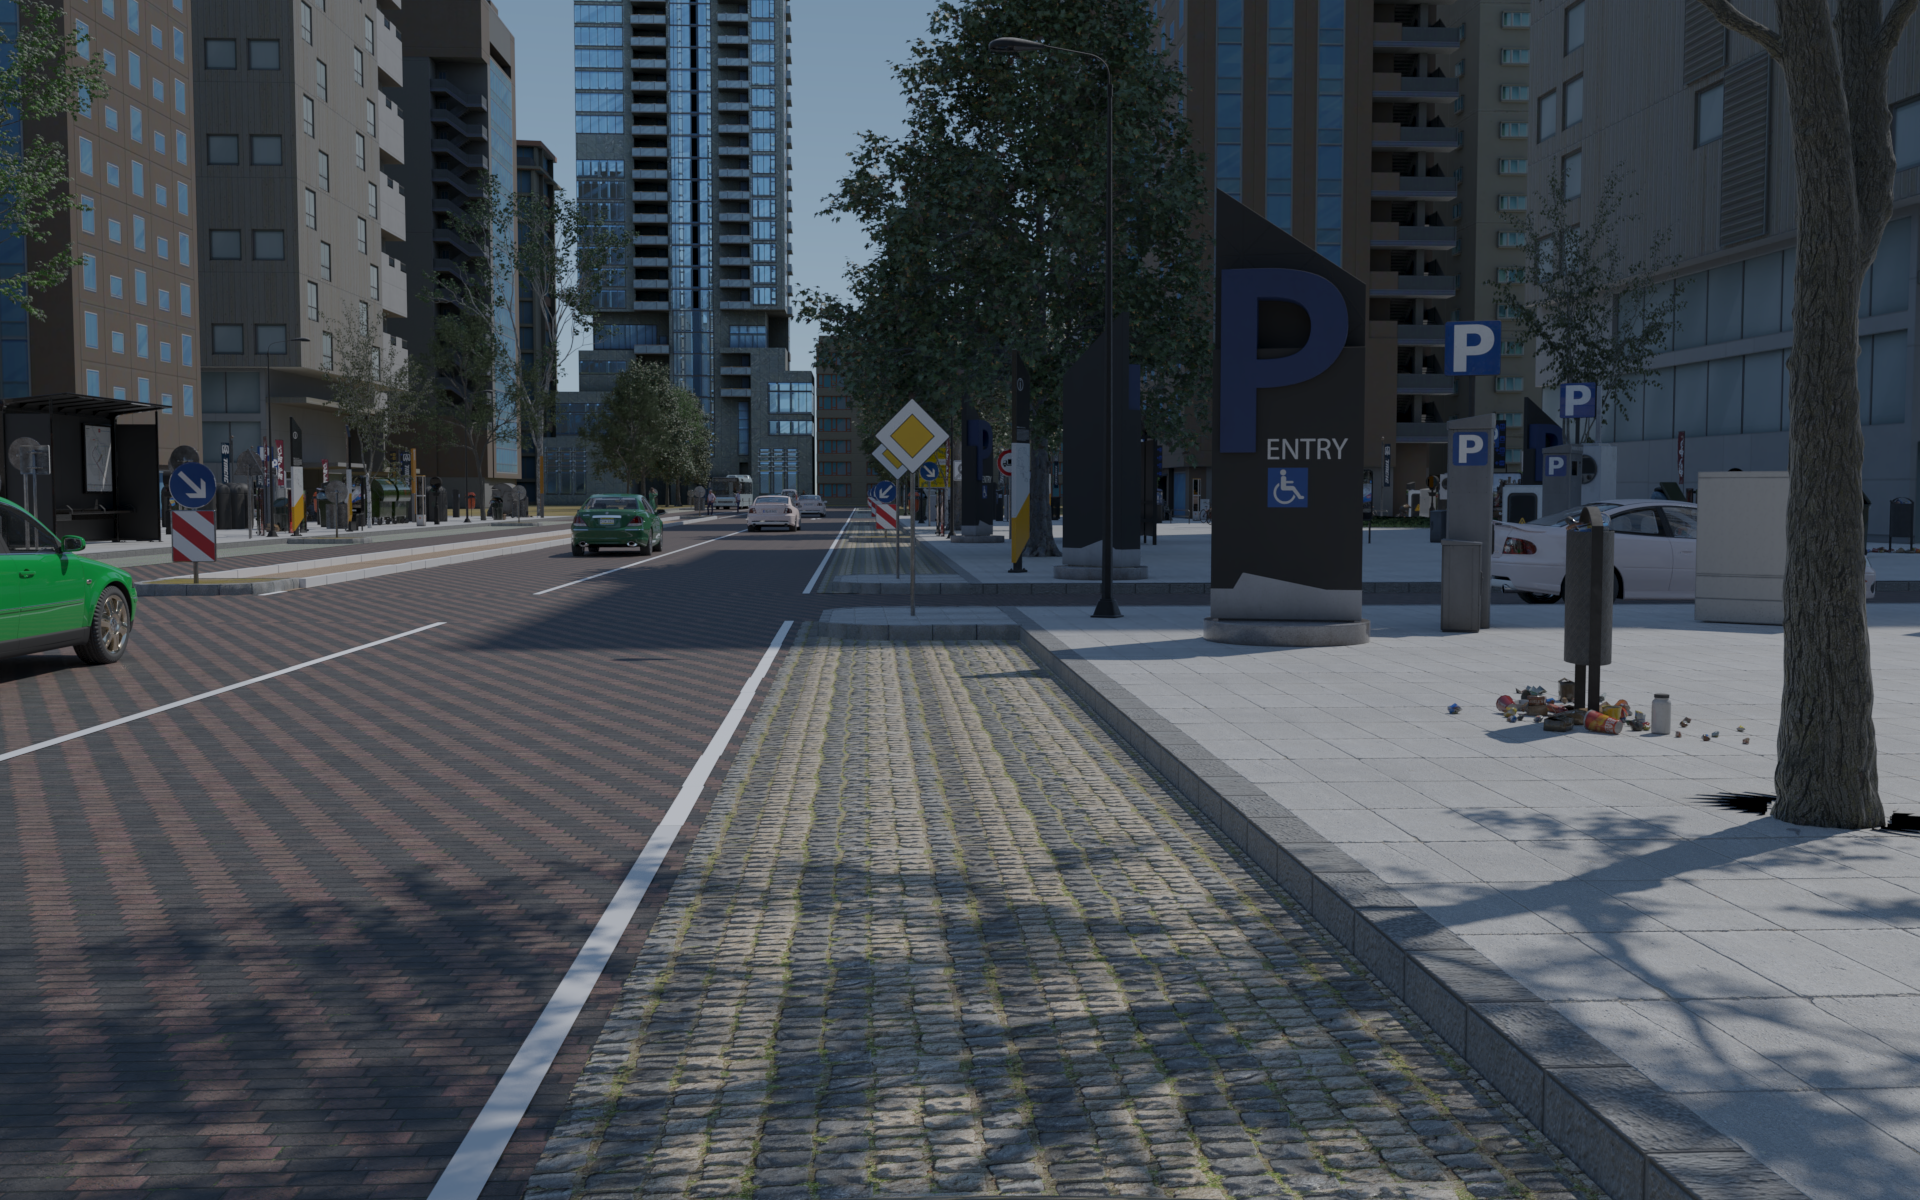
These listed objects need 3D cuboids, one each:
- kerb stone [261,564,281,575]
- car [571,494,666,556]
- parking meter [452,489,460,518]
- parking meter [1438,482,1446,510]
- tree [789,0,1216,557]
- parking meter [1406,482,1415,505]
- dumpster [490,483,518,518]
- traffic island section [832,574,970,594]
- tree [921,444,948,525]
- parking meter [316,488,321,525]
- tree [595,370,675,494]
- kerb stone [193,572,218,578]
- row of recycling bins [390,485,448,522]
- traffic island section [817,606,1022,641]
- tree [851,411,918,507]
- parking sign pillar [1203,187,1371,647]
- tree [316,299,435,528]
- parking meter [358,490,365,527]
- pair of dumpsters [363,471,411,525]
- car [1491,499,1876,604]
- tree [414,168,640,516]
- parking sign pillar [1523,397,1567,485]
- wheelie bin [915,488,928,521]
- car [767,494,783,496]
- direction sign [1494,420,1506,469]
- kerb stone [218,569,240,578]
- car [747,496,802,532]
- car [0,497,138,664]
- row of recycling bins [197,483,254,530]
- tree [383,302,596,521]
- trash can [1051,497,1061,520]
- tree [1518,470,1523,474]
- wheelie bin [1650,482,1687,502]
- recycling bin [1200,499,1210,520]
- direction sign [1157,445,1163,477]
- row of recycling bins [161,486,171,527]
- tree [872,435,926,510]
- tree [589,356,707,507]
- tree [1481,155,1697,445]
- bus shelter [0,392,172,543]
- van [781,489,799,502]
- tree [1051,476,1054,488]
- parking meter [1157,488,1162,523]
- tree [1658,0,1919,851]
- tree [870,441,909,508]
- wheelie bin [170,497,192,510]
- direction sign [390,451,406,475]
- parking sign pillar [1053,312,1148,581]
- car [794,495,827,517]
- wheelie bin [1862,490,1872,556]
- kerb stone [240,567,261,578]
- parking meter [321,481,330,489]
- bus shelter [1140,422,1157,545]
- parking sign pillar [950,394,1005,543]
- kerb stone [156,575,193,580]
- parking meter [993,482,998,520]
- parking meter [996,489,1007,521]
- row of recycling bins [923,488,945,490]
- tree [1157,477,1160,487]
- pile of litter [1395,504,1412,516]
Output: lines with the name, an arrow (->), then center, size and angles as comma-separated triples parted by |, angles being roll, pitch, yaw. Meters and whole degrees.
kerb stone -> -12.344, -0.518, 30.768 | 0.120, 0.150, 1.000 | 0, 4, -3
car -> -8.198, -1.822, 41.595 | 2.131, 1.459, 4.920 | 0, 4, -5
parking meter -> -27.416, -5.248, 94.215 | 0.372, 1.533, 0.369 | 0, 3, 0
parking meter -> 24.243, -4.977, 87.087 | 0.255, 1.863, 0.399 | -1, 4, -18
tree -> 1.567, -7.232, 35.245 | 9.611, 12.733, 9.660 | 0, 3, 0
parking meter -> 25.944, -5.770, 100.053 | 0.399, 1.863, 0.255 | 2, 4, 33
dumpster -> -24.284, -5.306, 92.507 | 1.264, 1.857, 1.865 | 0, 4, -3
traffic island section -> -0.920, -0.242, 26.245 | 2.009, 0.180, 2.903 | 0, 4, -3
tree -> -0.793, -7.361, 70.714 | 4.737, 8.622, 4.395 | 0, 3, 0
parking meter -> -26.514, -3.884, 71.920 | 0.372, 1.533, 0.369 | 0, 3, 0
tree -> -25.378, -12.045, 131.343 | 8.767, 10.594, 7.601 | 0, 4, 6
kerb stone -> -12.164, -0.336, 27.706 | 0.120, 0.150, 1.000 | 0, 4, -3
row of recycling bins -> -25.308, -4.512, 80.883 | 3.534, 1.692, 1.069 | 2, 4, 31
traffic island section -> -0.477, 0.245, 18.273 | 2.009, 0.180, 2.903 | 0, 4, -3
tree -> -6.376, -16.626, 178.490 | 9.857, 13.997, 8.962 | 0, 3, 0
parking sign pillar -> 2.867, -1.630, 15.116 | 1.447, 3.967, 1.447 | 1, 4, 12
tree -> -22.132, -7.009, 64.955 | 4.360, 8.622, 3.978 | 0, 3, 0
parking meter -> -23.608, -3.654, 68.150 | 0.372, 1.533, 0.369 | 0, 3, 0
pair of dumpsters -> -24.335, -4.287, 72.590 | 1.574, 2.255, 4.437 | 0, 4, -3
car -> 8.860, -0.566, 21.610 | 4.827, 1.381, 2.083 | 0, 4, -2
tree -> -25.320, -15.020, 101.460 | 12.611, 20.169, 13.585 | 0, 3, 0
parking sign pillar -> 16.337, -3.658, 48.283 | 1.447, 3.967, 1.447 | -2, 4, -24
wheelie bin -> -1.993, -4.617, 83.393 | 0.693, 1.594, 0.980 | -3, 4, -38
car -> -14.871, -7.800, 139.332 | 2.131, 1.459, 4.920 | 0, 4, -3
direction sign -> 16.254, -3.737, 53.091 | 0.876, 3.537, 0.379 | 1, 4, 19
kerb stone -> -12.228, -0.393, 28.727 | 0.120, 0.150, 1.000 | 0, 4, -3
car -> -7.184, -3.351, 67.143 | 2.083, 1.381, 4.827 | 0, 4, -2
car -> -7.954, -0.269, 13.196 | 1.959, 1.807, 4.718 | 0, 4, -2
row of recycling bins -> -26.684, -3.404, 62.776 | 1.069, 1.692, 3.534 | 0, 4, 5
tree -> -23.238, -9.146, 83.941 | 8.767, 10.594, 7.601 | -2, 4, -28
trash can -> 4.590, -4.459, 84.552 | 0.748, 1.137, 0.748 | 0, 3, 0
tree -> 25.686, -5.044, 77.075 | 1.663, 3.219, 1.824 | 0, 3, 0
wheelie bin -> 18.519, -2.292, 45.375 | 0.980, 1.594, 0.693 | -2, 4, -29
recycling bin -> 11.960, -4.472, 85.678 | 0.722, 1.027, 0.722 | 1, 4, 11
direction sign -> 9.080, -5.422, 80.641 | 0.379, 3.537, 0.876 | -3, 5, -41
row of recycling bins -> -30.811, -3.638, 66.600 | 3.534, 1.692, 1.069 | -2, 4, -30
tree -> -4.656, -11.529, 138.857 | 4.360, 8.622, 3.978 | 0, 3, 0
tree -> -26.314, -13.887, 144.053 | 9.611, 12.733, 9.660 | 0, 3, 0
tree -> 13.796, -5.379, 38.312 | 4.360, 8.622, 3.978 | 0, 3, 0
bus shelter -> -21.682, -3.172, 43.152 | 1.731, 3.624, 6.357 | 0, 4, -3
van -> -15.573, -9.264, 158.485 | 2.013, 2.044, 4.112 | 0, 4, -3
tree -> 4.516, -6.270, 97.108 | 1.663, 3.219, 1.824 | 0, 3, 0
parking meter -> 8.686, -4.130, 75.942 | 0.372, 1.533, 0.369 | 0, 3, 0
tree -> 3.415, -4.948, 6.650 | 9.928, 11.665, 9.643 | 0, 3, 0
tree -> -5.116, -14.058, 164.268 | 7.601, 10.594, 8.767 | 1, 4, 18
wheelie bin -> -26.310, -3.113, 58.810 | 0.693, 1.594, 0.980 | 2, 4, 23
direction sign -> -29.514, -6.059, 91.059 | 0.876, 3.537, 0.379 | 0, 4, -1
parking sign pillar -> 2.146, -2.313, 26.287 | 1.447, 3.967, 1.447 | -3, 5, -39
car -> -9.320, -5.837, 107.802 | 2.083, 1.381, 4.827 | 0, 4, -3
wheelie bin -> 18.005, -1.656, 34.983 | 0.693, 1.594, 0.980 | 2, 4, 26
kerb stone -> -12.279, -0.462, 29.747 | 0.120, 0.150, 1.000 | 0, 4, -3
parking meter -> -28.546, -4.417, 77.928 | 0.399, 1.863, 0.255 | -2, 4, -28
bus shelter -> 4.044, -3.175, 45.831 | 2.014, 3.302, 5.546 | 0, 4, -3
parking sign pillar -> 0.463, -3.504, 45.756 | 1.447, 3.967, 1.447 | 1, 4, 21
kerb stone -> -12.111, -0.273, 26.675 | 0.120, 0.150, 1.000 | 0, 4, -3
parking meter -> 1.702, -4.913, 86.030 | 0.255, 1.863, 0.399 | 1, 4, 20
parking meter -> 1.865, -4.488, 81.785 | 0.372, 1.533, 0.369 | 0, 3, 0
row of recycling bins -> -0.955, -5.208, 92.258 | 1.069, 1.692, 3.534 | 3, 5, 41
tree -> 8.114, -5.161, 78.980 | 1.663, 3.219, 1.824 | 0, 3, 0
pile of litter -> 18.940, -3.689, 74.280 | 1.176, 0.858, 1.719 | -2, 4, -23
